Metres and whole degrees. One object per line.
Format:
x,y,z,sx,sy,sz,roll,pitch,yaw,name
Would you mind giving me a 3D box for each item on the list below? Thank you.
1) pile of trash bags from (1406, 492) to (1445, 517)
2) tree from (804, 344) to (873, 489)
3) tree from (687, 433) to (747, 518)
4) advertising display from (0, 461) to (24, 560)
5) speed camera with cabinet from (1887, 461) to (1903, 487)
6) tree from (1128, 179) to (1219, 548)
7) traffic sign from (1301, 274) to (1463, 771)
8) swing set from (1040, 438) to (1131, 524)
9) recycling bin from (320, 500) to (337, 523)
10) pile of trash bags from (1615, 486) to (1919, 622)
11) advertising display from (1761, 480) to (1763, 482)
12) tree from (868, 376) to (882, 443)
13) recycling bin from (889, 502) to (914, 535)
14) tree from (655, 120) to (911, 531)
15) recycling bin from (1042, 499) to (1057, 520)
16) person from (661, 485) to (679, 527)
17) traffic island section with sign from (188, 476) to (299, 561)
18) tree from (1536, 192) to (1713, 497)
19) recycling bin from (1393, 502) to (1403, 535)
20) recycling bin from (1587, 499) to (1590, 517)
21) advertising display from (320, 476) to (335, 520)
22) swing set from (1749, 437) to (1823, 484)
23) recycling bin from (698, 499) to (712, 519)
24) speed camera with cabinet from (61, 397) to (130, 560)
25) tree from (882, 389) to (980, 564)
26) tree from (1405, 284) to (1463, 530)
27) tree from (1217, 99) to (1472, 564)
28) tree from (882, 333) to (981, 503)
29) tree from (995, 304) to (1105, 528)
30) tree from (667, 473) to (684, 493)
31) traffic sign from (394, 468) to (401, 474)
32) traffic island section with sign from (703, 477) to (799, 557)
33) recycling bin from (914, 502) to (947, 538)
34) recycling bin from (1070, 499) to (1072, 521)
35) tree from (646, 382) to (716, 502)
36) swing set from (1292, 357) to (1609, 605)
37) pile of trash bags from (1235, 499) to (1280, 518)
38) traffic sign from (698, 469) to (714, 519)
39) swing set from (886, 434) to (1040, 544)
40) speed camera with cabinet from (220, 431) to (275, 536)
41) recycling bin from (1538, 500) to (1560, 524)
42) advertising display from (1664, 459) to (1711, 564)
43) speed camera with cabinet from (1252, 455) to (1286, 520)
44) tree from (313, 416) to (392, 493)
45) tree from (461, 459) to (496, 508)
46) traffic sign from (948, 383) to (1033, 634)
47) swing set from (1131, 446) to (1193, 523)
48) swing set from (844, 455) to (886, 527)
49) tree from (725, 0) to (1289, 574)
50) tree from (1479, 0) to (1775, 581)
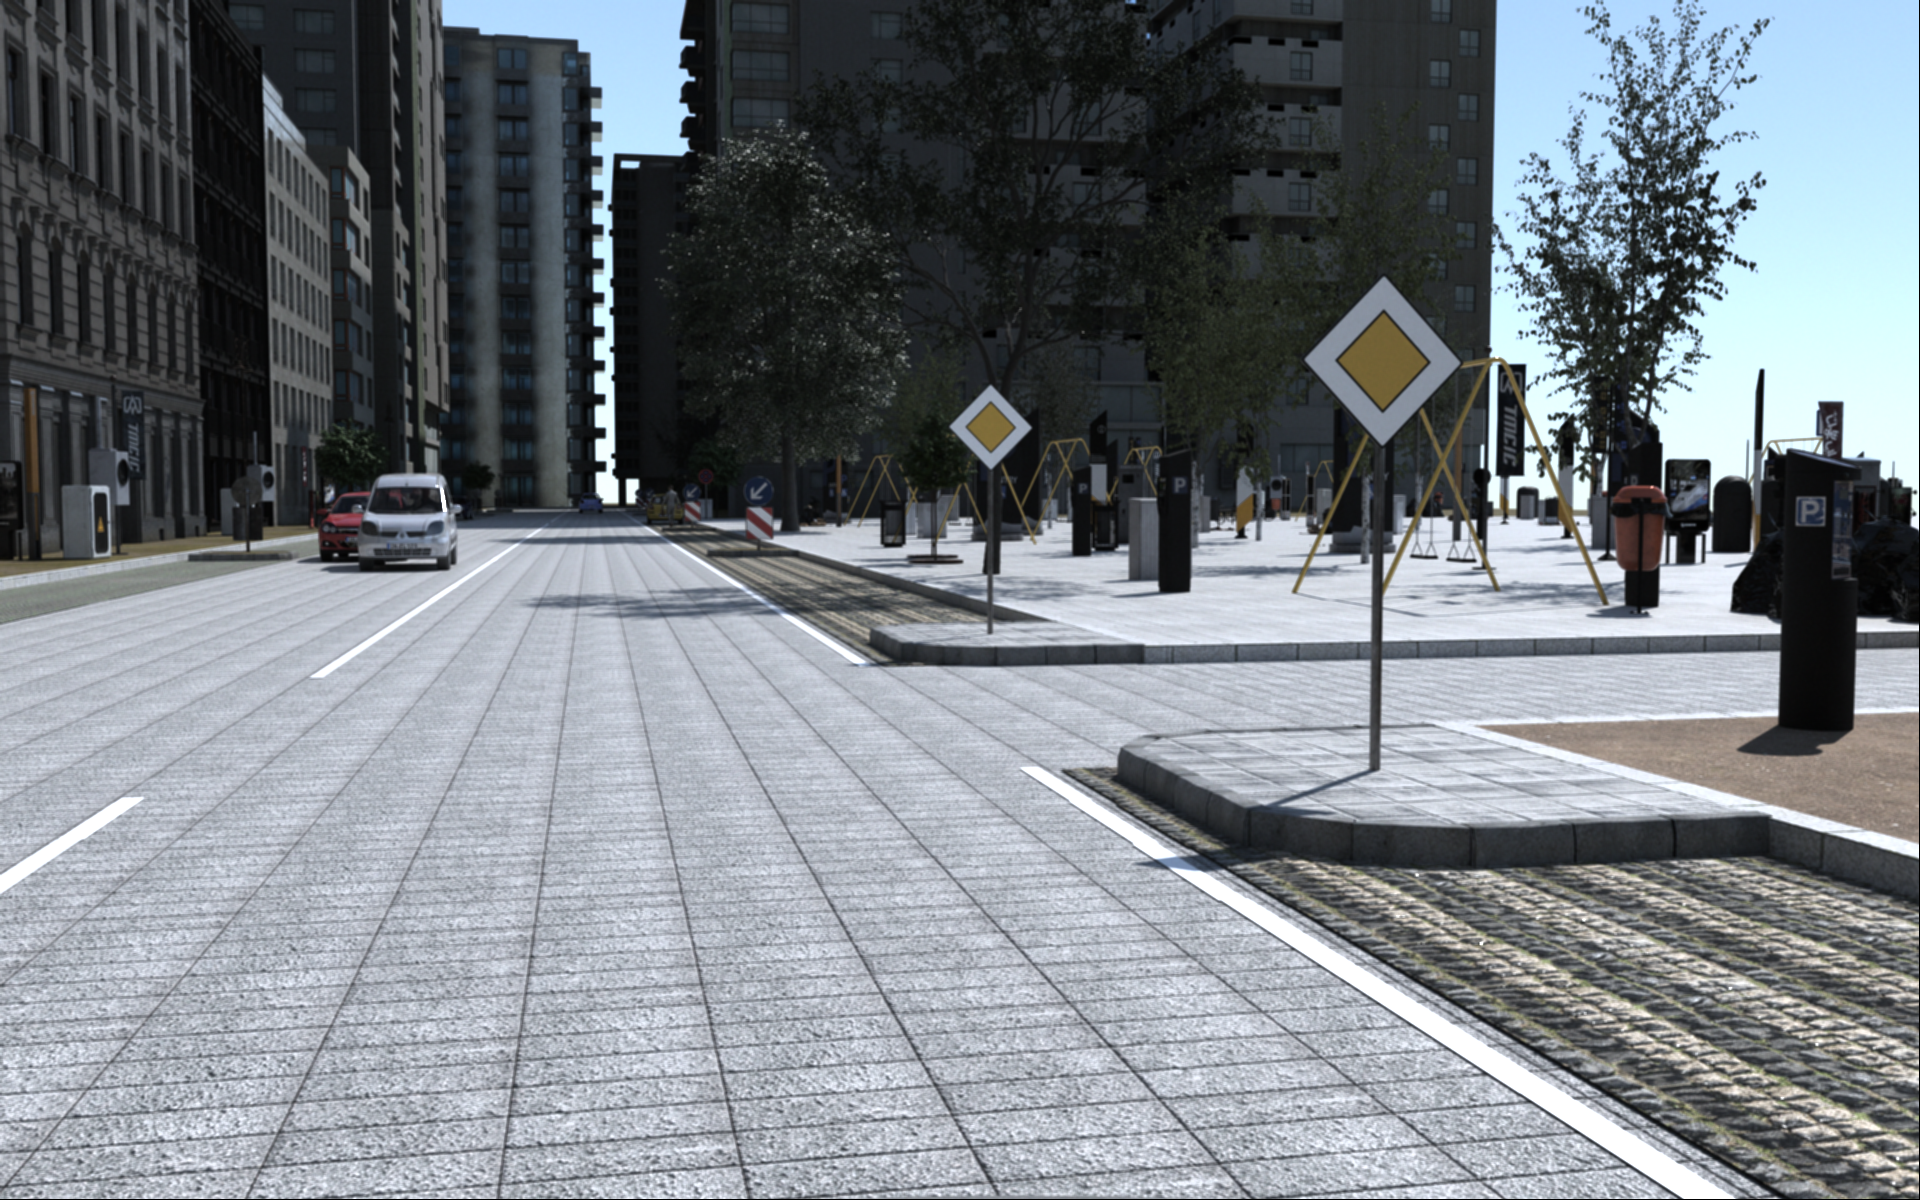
26.138,-5.309,96.555,1.912,1.369,3.447,3,4,37,pile of trash bags
-6.173,-7.970,80.669,4.360,8.622,3.978,0,3,0,tree
-12.873,-6.595,91.548,4.285,4.588,4.351,0,3,0,tree
-18.574,-1.738,33.626,0.974,1.923,0.123,1,4,23,advertising display
54.997,-6.657,103.181,2.038,3.252,0.660,0,4,-1,speed camera with cabinet
5.646,-5.517,40.558,4.737,8.622,4.395,0,3,0,tree
1.927,-0.266,7.994,0.795,2.450,0.064,-1,4,-12,traffic sign
3.032,-3.207,50.062,2.862,2.851,3.119,-1,4,-12,swing set
-27.345,-3.836,75.272,0.722,1.027,0.722,-2,4,-35,recycling bin
8.716,-0.528,18.391,3.447,1.369,1.912,1,4,17,pile of trash bags
37.638,-4.625,80.825,0.974,1.923,0.123,-2,4,-30,advertising display
-2.682,-8.346,86.814,4.737,8.622,4.395,0,3,0,tree
-1.845,-2.539,54.066,0.722,1.027,0.722,2,4,32,recycling bin
-5.848,-9.354,59.593,9.857,13.997,8.962,0,3,0,tree
4.297,-4.417,84.771,0.722,1.027,0.722,-2,4,-27,recycling bin
-12.442,-4.020,74.352,0.709,1.813,0.853,-3,5,-39,person
-15.543,-1.778,37.701,1.989,1.847,2.006,-1,4,-12,traffic island section with sign
16.241,-5.685,43.313,4.737,8.622,4.395,0,3,0,tree
13.646,-2.600,55.071,0.722,1.027,0.722,2,4,30,recycling bin
35.831,-5.211,97.746,0.722,1.027,0.722,1,4,14,recycling bin
-22.859,-3.514,62.665,0.123,1.923,0.974,0,4,3,advertising display
23.691,-3.138,48.918,2.862,2.851,3.119,0,4,-2,swing set
-12.995,-4.629,88.238,0.722,1.027,0.722,-1,4,-10,recycling bin
-17.278,-2.465,34.641,0.660,3.252,2.038,0,4,-6,speed camera with cabinet
-0.569,-2.290,32.044,1.663,3.219,1.824,0,3,0,tree
16.466,-6.778,61.177,4.360,8.622,3.978,0,3,0,tree
7.247,-4.976,31.725,4.737,8.622,4.395,0,3,0,tree
-0.992,-7.663,75.660,4.737,8.622,4.395,0,3,0,tree
3.244,-6.959,64.146,4.360,8.622,3.978,0,3,0,tree
-24.538,-9.341,147.321,1.663,3.219,1.824,0,3,0,tree
-28.028,-5.284,86.402,0.884,2.594,0.081,0,4,-7,traffic sign
-4.826,-1.922,40.057,1.989,1.847,2.006,-1,4,-12,traffic island section with sign
-0.820,-2.320,50.486,0.722,1.027,0.722,-1,4,-18,recycling bin
5.617,-4.254,82.113,0.722,1.027,0.722,1,4,19,recycling bin
-17.954,-9.891,112.072,4.360,8.622,3.978,0,3,0,tree
5.901,-1.450,21.321,2.862,2.851,3.119,0,4,-8,swing set
16.126,-5.043,92.213,1.912,1.369,3.447,-1,4,-20,pile of trash bags
-12.810,-5.338,87.385,0.768,2.556,0.104,0,4,-6,traffic sign
0.034,-2.893,44.921,2.862,2.851,3.119,-2,4,-23,swing set
-22.224,-3.652,54.045,0.660,3.252,2.038,1,4,12,speed camera with cabinet
25.752,-3.863,75.721,0.722,1.027,0.722,0,4,-2,recycling bin
13.443,-1.640,32.030,0.974,1.923,0.123,-1,4,-21,advertising display
15.296,-5.670,87.044,2.038,3.252,0.660,2,4,24,speed camera with cabinet
-25.485,-5.431,72.511,4.285,4.588,4.351,0,3,0,tree
-45.220,-10.929,162.401,4.285,4.588,4.351,0,3,0,tree
0.273,-0.744,15.806,0.795,2.450,0.064,-1,4,-12,traffic sign
6.208,-3.692,57.992,2.862,2.851,3.119,-1,4,-9,swing set
-3.041,-4.412,69.749,2.862,2.851,3.119,-1,4,-15,swing set
0.524,-5.669,27.098,8.767,10.594,7.601,0,4,-7,tree
9.892,-4.596,25.503,4.360,8.622,3.978,0,3,0,tree
